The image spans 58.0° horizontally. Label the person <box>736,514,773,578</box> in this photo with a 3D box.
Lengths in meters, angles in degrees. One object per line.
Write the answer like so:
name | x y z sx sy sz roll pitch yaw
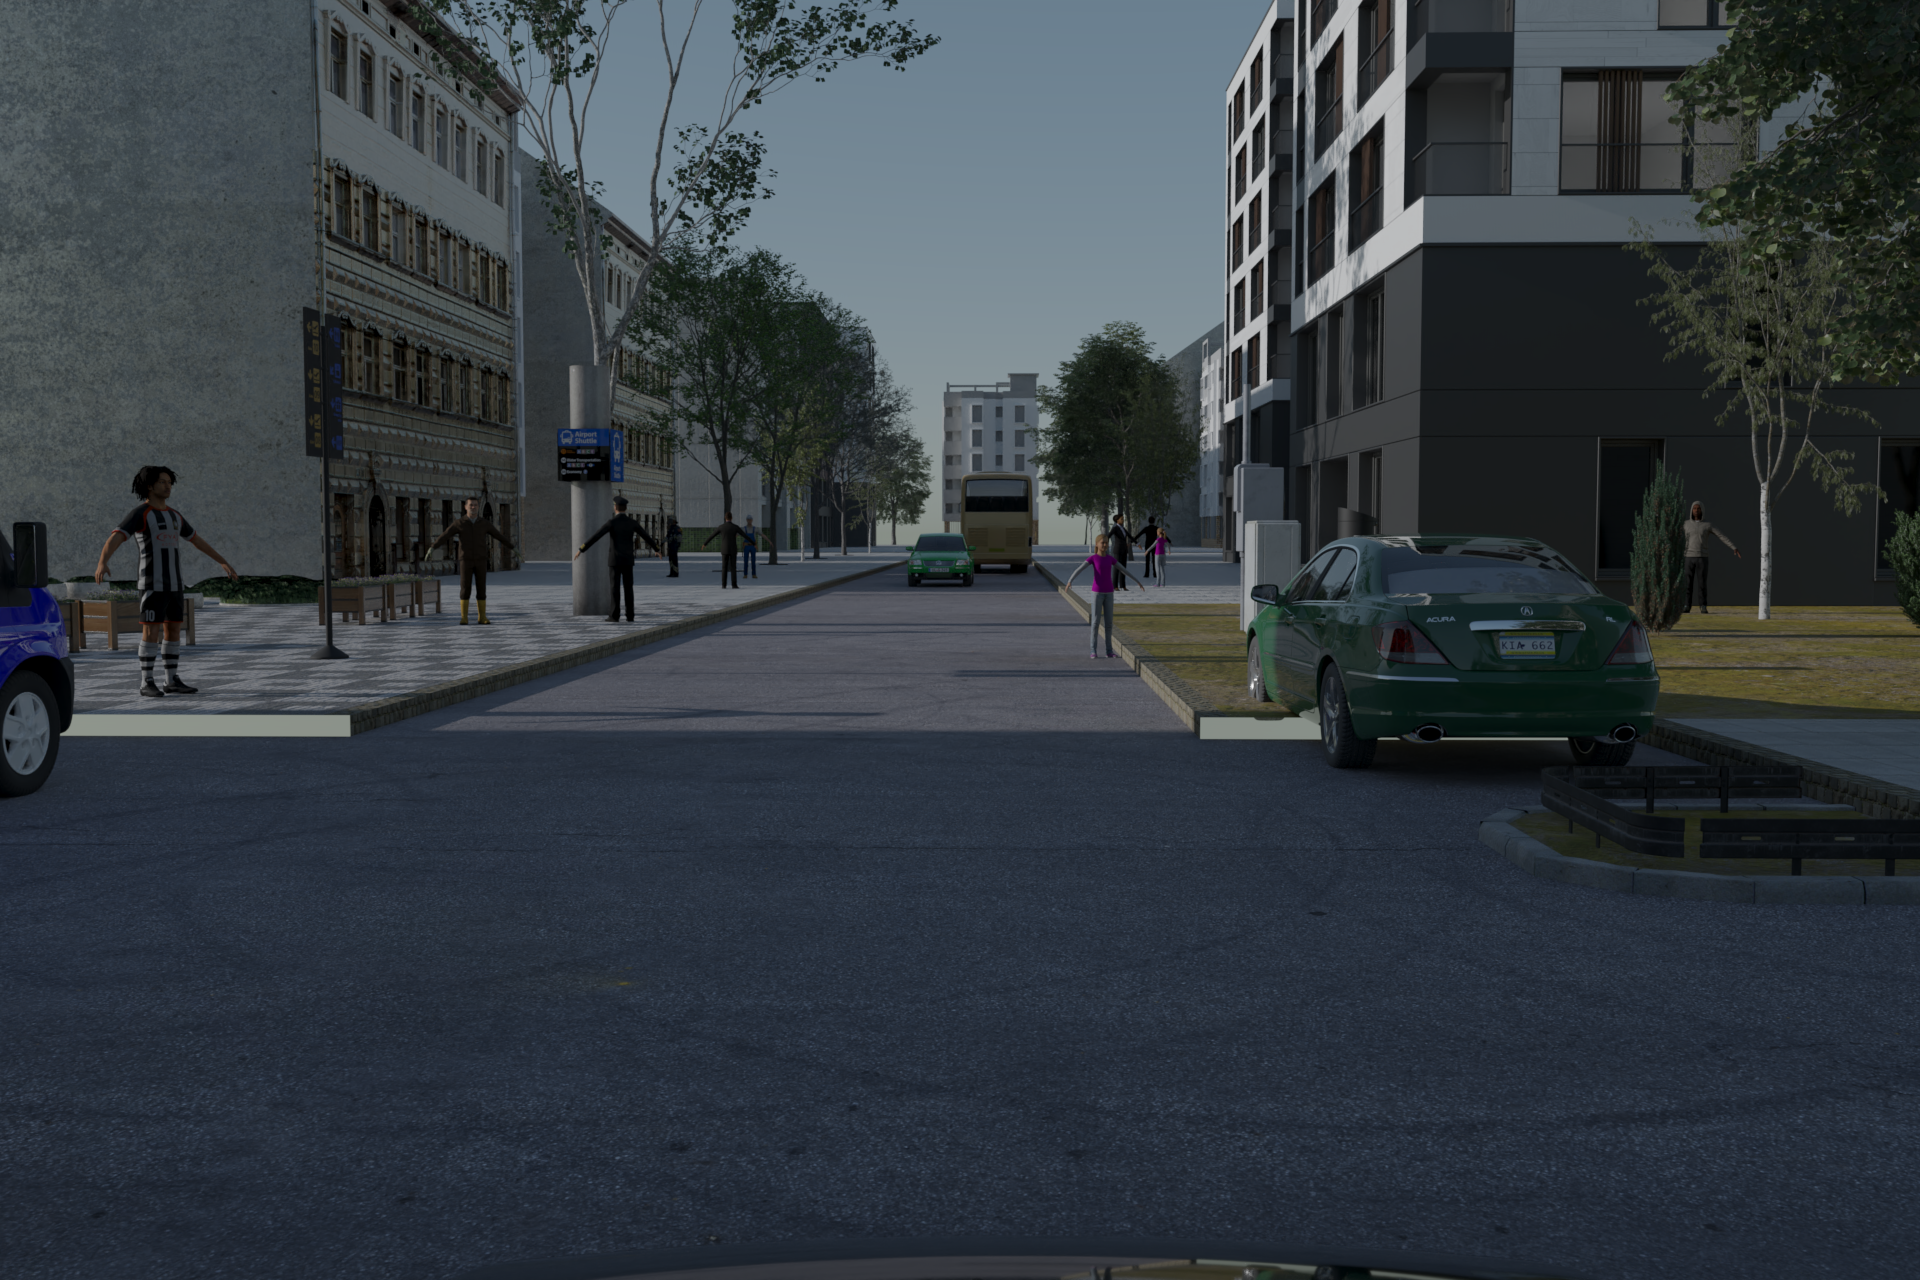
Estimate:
person | -6.079 -2.706 50.099 1.347 1.847 0.705 -1 4 -12

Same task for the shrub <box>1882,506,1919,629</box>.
shrub | 12.431 -1.049 21.568 1.690 2.028 1.600 0 3 0

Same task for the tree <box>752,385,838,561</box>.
tree | -7.596 -7.985 80.913 4.737 8.622 4.395 0 3 0

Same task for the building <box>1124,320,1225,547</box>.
building | 27.456 -21.534 183.005 19.493 23.208 18.063 0 4 1

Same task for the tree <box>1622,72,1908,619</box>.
tree | 12.267 -4.629 26.053 4.360 8.622 3.978 0 3 0

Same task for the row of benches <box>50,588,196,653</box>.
row of benches | -10.067 -0.173 18.286 1.422 0.672 4.104 2 4 29

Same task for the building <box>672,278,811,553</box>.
building | -21.899 -16.458 135.539 16.747 18.905 31.486 0 4 2

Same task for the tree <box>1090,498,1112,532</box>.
tree | 16.839 -15.455 203.051 4.360 8.622 3.978 0 3 0

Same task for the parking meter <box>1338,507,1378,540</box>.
parking meter | 3.791 -0.498 16.546 0.372 1.533 0.369 0 3 0

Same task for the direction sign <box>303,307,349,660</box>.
direction sign | -6.501 -1.576 17.759 0.379 3.537 0.876 0 4 2

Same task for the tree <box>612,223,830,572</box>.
tree | -8.000 -8.135 58.760 9.928 11.665 9.643 0 3 0

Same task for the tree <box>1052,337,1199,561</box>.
tree | 7.831 -9.052 82.412 7.601 10.594 8.767 1 4 10

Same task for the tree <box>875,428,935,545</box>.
tree | -7.776 -18.289 205.682 9.857 13.997 8.962 0 3 0

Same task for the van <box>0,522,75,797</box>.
van | -6.065 -0.205 7.729 2.240 2.365 5.245 0 4 2

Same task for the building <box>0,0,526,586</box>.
building | -24.896 -13.493 51.541 19.493 23.208 18.063 0 4 1

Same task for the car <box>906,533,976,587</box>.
car | -0.514 -2.434 48.599 1.959 1.807 4.718 0 4 1

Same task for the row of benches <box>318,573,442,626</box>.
row of benches | -8.705 -0.651 26.101 1.422 0.672 4.104 0 4 -1

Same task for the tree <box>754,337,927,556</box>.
tree | -7.080 -11.805 103.386 12.009 13.543 11.850 0 3 0

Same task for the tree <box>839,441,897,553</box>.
tree | -5.963 -10.063 114.889 4.360 8.622 3.978 0 3 0

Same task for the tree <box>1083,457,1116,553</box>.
tree | 8.997 -10.248 117.922 4.737 8.622 4.395 0 3 0

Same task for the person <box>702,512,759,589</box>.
person | -5.411 -2.106 40.653 1.346 1.802 0.704 0 4 3

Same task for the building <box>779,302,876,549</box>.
building | -23.094 -19.879 169.004 27.936 21.610 32.646 0 4 1

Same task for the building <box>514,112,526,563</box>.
building | -24.586 -12.674 63.638 16.016 20.090 11.380 0 4 2

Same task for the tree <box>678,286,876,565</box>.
tree | -7.585 -8.918 71.568 9.928 11.665 9.643 0 3 0

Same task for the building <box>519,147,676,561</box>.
building | -25.910 -15.902 90.919 19.493 23.208 18.063 0 4 1

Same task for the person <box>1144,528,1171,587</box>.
person | 4.817 -2.007 42.075 0.599 1.433 0.991 3 5 44

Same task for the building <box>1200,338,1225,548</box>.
building | 28.482 -19.036 167.650 16.016 20.090 11.380 0 4 1

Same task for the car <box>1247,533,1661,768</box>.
car | 3.180 -0.013 12.016 2.131 1.459 4.920 0 3 0

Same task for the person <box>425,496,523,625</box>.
person | -6.894 -1.126 24.540 1.346 1.812 0.704 -2 4 -25

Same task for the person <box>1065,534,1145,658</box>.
person | 1.668 -0.507 20.012 0.991 1.433 0.599 -1 4 -19

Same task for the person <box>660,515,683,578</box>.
person | -8.494 -2.776 51.159 0.705 1.856 1.354 -2 4 -33

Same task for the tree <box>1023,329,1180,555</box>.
tree | 8.862 -12.246 106.877 9.857 13.997 8.962 0 3 0

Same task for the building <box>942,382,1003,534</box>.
building | -1.799 -21.396 208.702 11.380 20.090 16.016 1 4 8

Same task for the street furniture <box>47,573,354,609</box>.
street furniture | -14.650 -0.949 31.143 5.734 0.657 10.072 2 4 24

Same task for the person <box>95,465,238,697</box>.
person | -6.332 -0.466 13.755 0.704 1.843 1.345 1 4 23

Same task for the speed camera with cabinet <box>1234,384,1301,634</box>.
speed camera with cabinet | 3.949 -1.707 22.252 0.660 3.252 2.038 0 4 2

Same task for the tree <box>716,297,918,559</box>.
tree | -7.258 -10.922 88.944 12.009 13.543 11.850 0 3 0

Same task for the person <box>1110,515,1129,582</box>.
person | 4.208 -2.441 46.104 0.705 1.806 1.347 -1 4 -10

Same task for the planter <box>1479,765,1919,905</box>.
planter | 3.409 0.823 7.689 1.991 0.319 1.994 0 4 2

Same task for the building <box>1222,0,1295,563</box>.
building | 26.190 -14.561 82.052 27.936 21.610 32.646 0 4 1

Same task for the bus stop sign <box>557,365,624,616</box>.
bus stop sign | -5.817 -2.344 27.333 0.837 3.901 0.837 0 4 3

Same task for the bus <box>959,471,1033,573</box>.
bus | 1.344 -4.602 66.789 2.896 3.916 12.252 0 4 0

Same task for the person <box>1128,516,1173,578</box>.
person | 5.615 -2.737 50.932 1.347 1.806 0.705 0 4 -7

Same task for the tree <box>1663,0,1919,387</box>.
tree | 9.030 -6.405 11.382 9.857 13.997 8.962 0 3 0

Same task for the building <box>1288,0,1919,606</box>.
building | 22.474 -12.364 46.125 27.936 21.610 32.646 0 4 1

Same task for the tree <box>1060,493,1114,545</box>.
tree | 15.553 -16.831 209.592 7.601 10.594 8.767 0 4 6

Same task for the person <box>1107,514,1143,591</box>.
person | 3.664 -1.973 38.984 1.216 1.740 0.721 -3 5 -43

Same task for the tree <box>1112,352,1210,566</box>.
tree | 8.314 -7.325 70.122 4.360 8.622 3.978 0 3 0

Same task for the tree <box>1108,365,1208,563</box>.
tree | 8.649 -7.646 75.378 4.737 8.622 4.395 0 3 0

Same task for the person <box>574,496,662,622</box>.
person | -4.958 -1.184 25.299 1.347 1.837 0.705 -2 4 -31

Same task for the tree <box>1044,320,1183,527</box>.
tree | 8.216 -10.677 92.693 7.486 12.596 7.792 0 3 0

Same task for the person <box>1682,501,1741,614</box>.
person | 11.905 -1.338 28.008 1.348 1.813 0.705 2 4 30

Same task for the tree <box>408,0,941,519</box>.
tree | -7.197 -11.249 39.809 12.611 20.169 13.585 0 3 0
